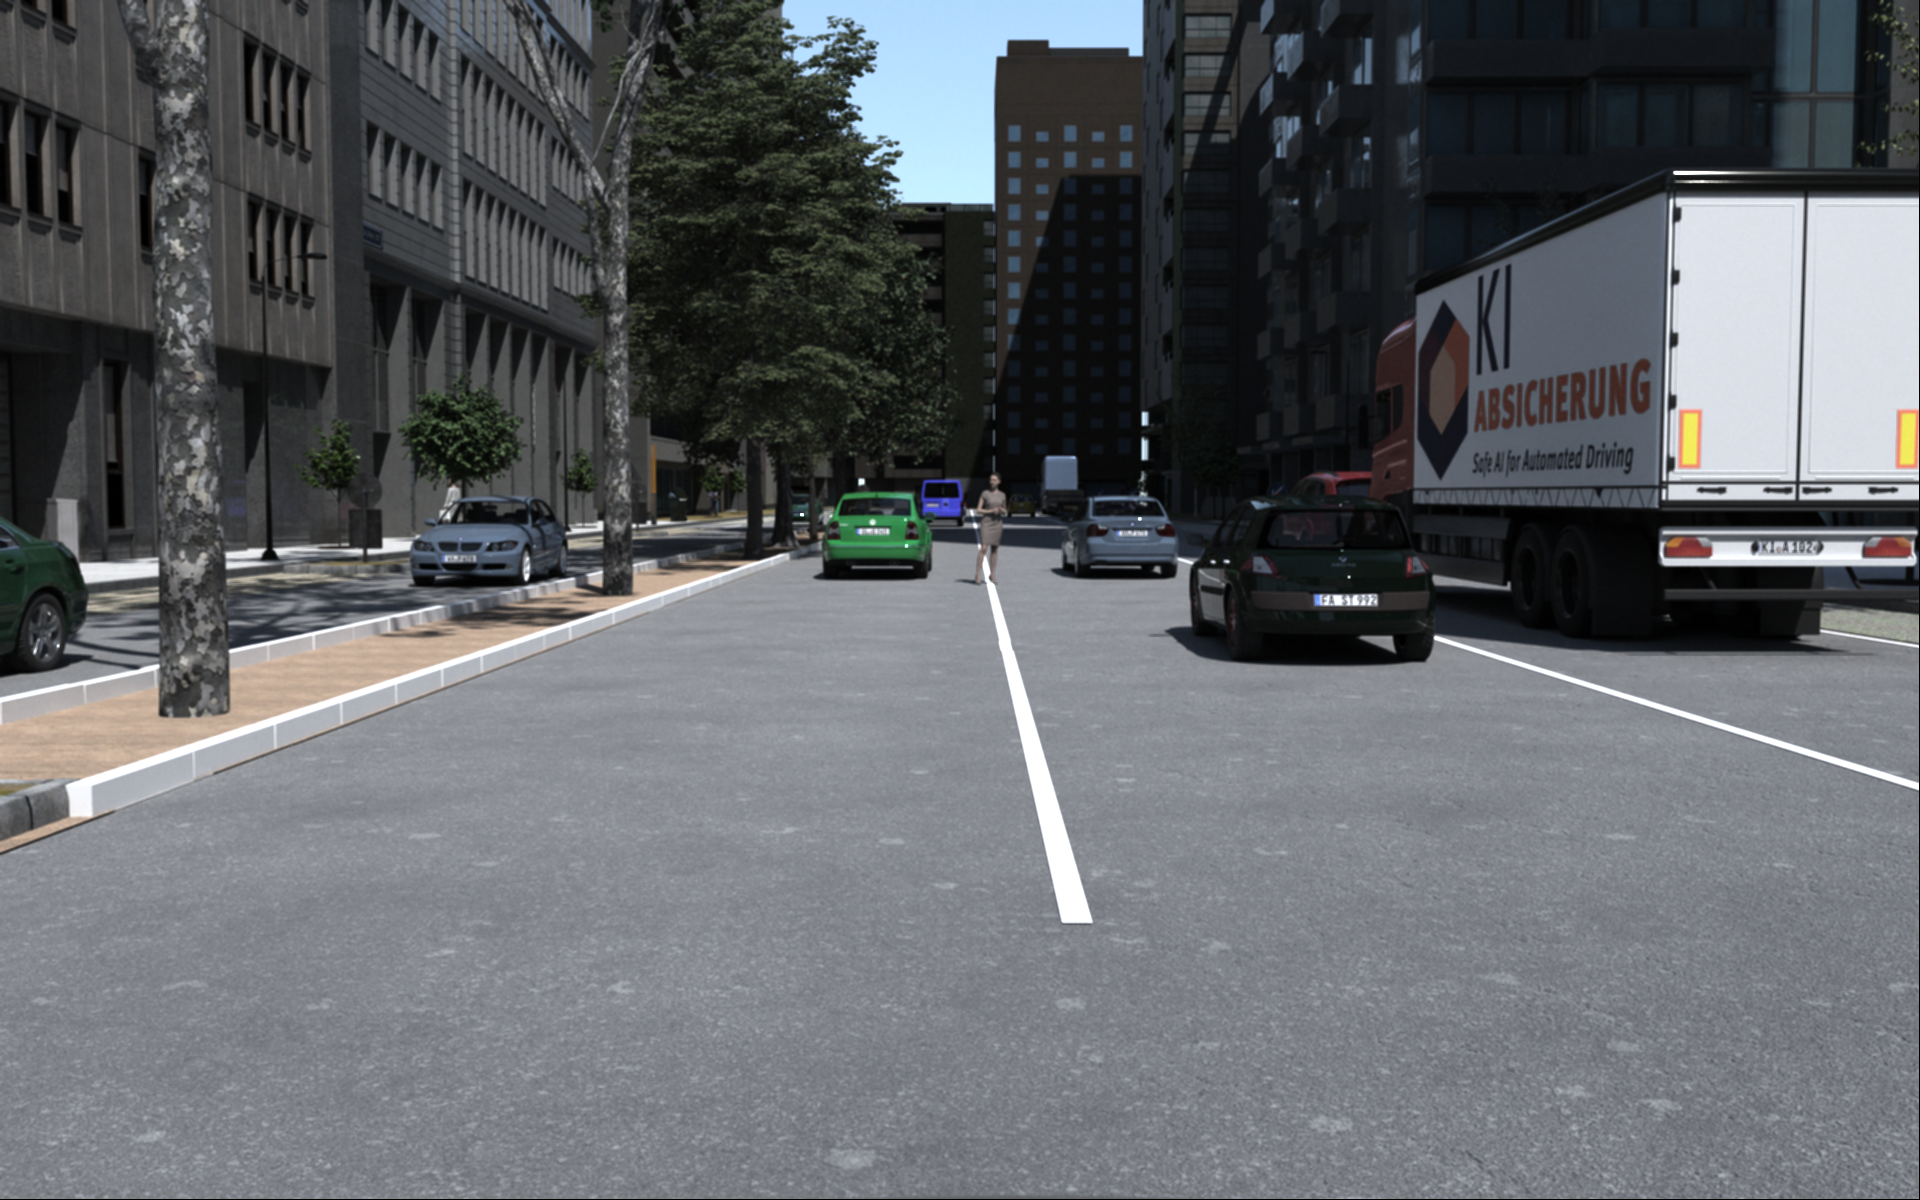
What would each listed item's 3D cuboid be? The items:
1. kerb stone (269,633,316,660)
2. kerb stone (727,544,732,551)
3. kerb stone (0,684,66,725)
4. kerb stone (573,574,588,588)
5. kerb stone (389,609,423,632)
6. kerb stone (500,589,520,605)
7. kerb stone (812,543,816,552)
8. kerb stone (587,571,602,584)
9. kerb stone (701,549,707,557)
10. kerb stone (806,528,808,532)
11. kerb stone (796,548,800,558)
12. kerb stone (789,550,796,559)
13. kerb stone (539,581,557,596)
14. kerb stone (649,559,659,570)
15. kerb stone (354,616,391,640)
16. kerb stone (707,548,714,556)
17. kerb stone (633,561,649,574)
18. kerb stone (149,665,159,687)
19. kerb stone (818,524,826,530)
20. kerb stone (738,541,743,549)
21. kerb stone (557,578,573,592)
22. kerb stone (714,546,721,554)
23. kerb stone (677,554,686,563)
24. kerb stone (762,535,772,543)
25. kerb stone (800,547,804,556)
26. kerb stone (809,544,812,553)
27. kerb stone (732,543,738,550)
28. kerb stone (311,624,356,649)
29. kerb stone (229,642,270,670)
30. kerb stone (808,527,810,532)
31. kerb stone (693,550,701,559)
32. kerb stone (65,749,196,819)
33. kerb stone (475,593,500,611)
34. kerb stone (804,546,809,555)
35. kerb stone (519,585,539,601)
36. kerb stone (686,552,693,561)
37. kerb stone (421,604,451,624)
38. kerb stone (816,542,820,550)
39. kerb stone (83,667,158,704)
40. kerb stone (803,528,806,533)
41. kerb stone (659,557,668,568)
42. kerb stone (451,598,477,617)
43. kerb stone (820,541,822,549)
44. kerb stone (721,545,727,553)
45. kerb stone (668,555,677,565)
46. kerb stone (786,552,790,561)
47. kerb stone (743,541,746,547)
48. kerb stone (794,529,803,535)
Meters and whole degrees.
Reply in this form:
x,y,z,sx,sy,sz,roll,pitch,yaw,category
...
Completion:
x,y,z,sx,sy,sz,roll,pitch,yaw,category
-5.961,0.425,15.290,0.120,0.150,1.000,0,4,0,kerb stone
-5.840,-1.270,42.973,0.120,0.150,1.000,0,4,0,kerb stone
-5.973,0.673,11.188,0.120,0.150,1.000,0,4,0,kerb stone
-5.914,-0.262,26.569,0.120,0.150,1.000,0,4,0,kerb stone
-5.942,0.234,18.369,0.120,0.150,1.000,0,4,0,kerb stone
-5.928,-0.017,22.478,0.120,0.150,1.000,0,4,0,kerb stone
-3.740,-1.264,42.997,0.120,0.150,1.000,0,4,0,kerb stone
-5.904,-0.330,27.590,0.120,0.150,1.000,0,4,0,kerb stone
-5.863,-1.020,38.876,0.120,0.150,1.000,0,4,0,kerb stone
-5.759,-2.523,63.462,0.120,0.150,1.000,0,4,0,kerb stone
-3.749,-1.021,38.896,0.120,0.150,1.000,0,4,0,kerb stone
-3.756,-0.958,37.868,0.120,0.150,1.000,0,4,0,kerb stone
-5.916,-0.142,24.524,0.120,0.150,1.000,0,4,0,kerb stone
-5.885,-0.644,32.719,0.120,0.150,1.000,0,4,0,kerb stone
-5.950,0.299,17.334,0.120,0.150,1.000,0,4,0,kerb stone
-5.853,-1.075,39.899,0.120,0.150,1.000,0,4,0,kerb stone
-5.888,-0.581,31.692,0.120,0.150,1.000,0,4,0,kerb stone
-5.970,0.548,13.236,0.120,0.150,1.000,0,4,0,kerb stone
-5.731,-3.026,71.673,0.120,0.150,1.000,0,4,0,kerb stone
-5.837,-1.393,45.022,0.120,0.150,1.000,0,4,0,kerb stone
-5.916,-0.205,25.546,0.120,0.150,1.000,0,4,0,kerb stone
-5.848,-1.145,40.924,0.120,0.150,1.000,0,4,0,kerb stone
-5.866,-0.832,35.792,0.120,0.150,1.000,0,4,0,kerb stone
-5.798,-1.836,52.211,0.120,0.150,1.000,0,4,0,kerb stone
-3.752,-1.079,39.919,0.120,0.150,1.000,0,4,0,kerb stone
-3.751,-1.209,41.970,0.120,0.150,1.000,0,4,0,kerb stone
-5.838,-1.333,43.996,0.120,0.150,1.000,0,4,0,kerb stone
-5.950,0.360,16.312,0.120,0.150,1.000,0,4,0,kerb stone
-5.963,0.486,14.265,0.120,0.150,1.000,0,4,0,kerb stone
-5.748,-2.587,64.485,0.120,0.150,1.000,0,4,0,kerb stone
-5.862,-0.956,37.844,0.120,0.150,1.000,0,4,0,kerb stone
-3.881,0.860,8.129,0.120,0.150,1.000,0,4,0,kerb stone
-5.927,0.045,21.456,0.120,0.150,1.000,0,4,0,kerb stone
-3.746,-1.146,40.941,0.120,0.150,1.000,0,4,0,kerb stone
-5.925,-0.080,23.501,0.120,0.150,1.000,0,4,0,kerb stone
-5.865,-0.894,36.814,0.120,0.150,1.000,0,4,0,kerb stone
-5.936,0.172,19.391,0.120,0.150,1.000,0,4,0,kerb stone
-3.734,-1.334,44.020,0.120,0.150,1.000,0,4,0,kerb stone
-5.973,0.618,12.214,0.120,0.150,1.000,0,4,0,kerb stone
-5.763,-2.456,62.440,0.120,0.150,1.000,0,4,0,kerb stone
-5.879,-0.706,33.745,0.120,0.150,1.000,0,4,0,kerb stone
-5.931,0.116,20.430,0.120,0.150,1.000,0,4,0,kerb stone
-3.726,-1.398,45.056,0.120,0.150,1.000,0,4,0,kerb stone
-5.845,-1.208,41.948,0.120,0.150,1.000,0,4,0,kerb stone
-5.884,-0.764,34.768,0.120,0.150,1.000,0,4,0,kerb stone
-3.776,-0.895,36.838,0.120,0.150,1.000,0,4,0,kerb stone
-5.829,-1.459,46.044,0.120,0.150,1.000,0,4,0,kerb stone
-5.759,-2.399,61.418,0.120,0.150,1.000,0,4,0,kerb stone
